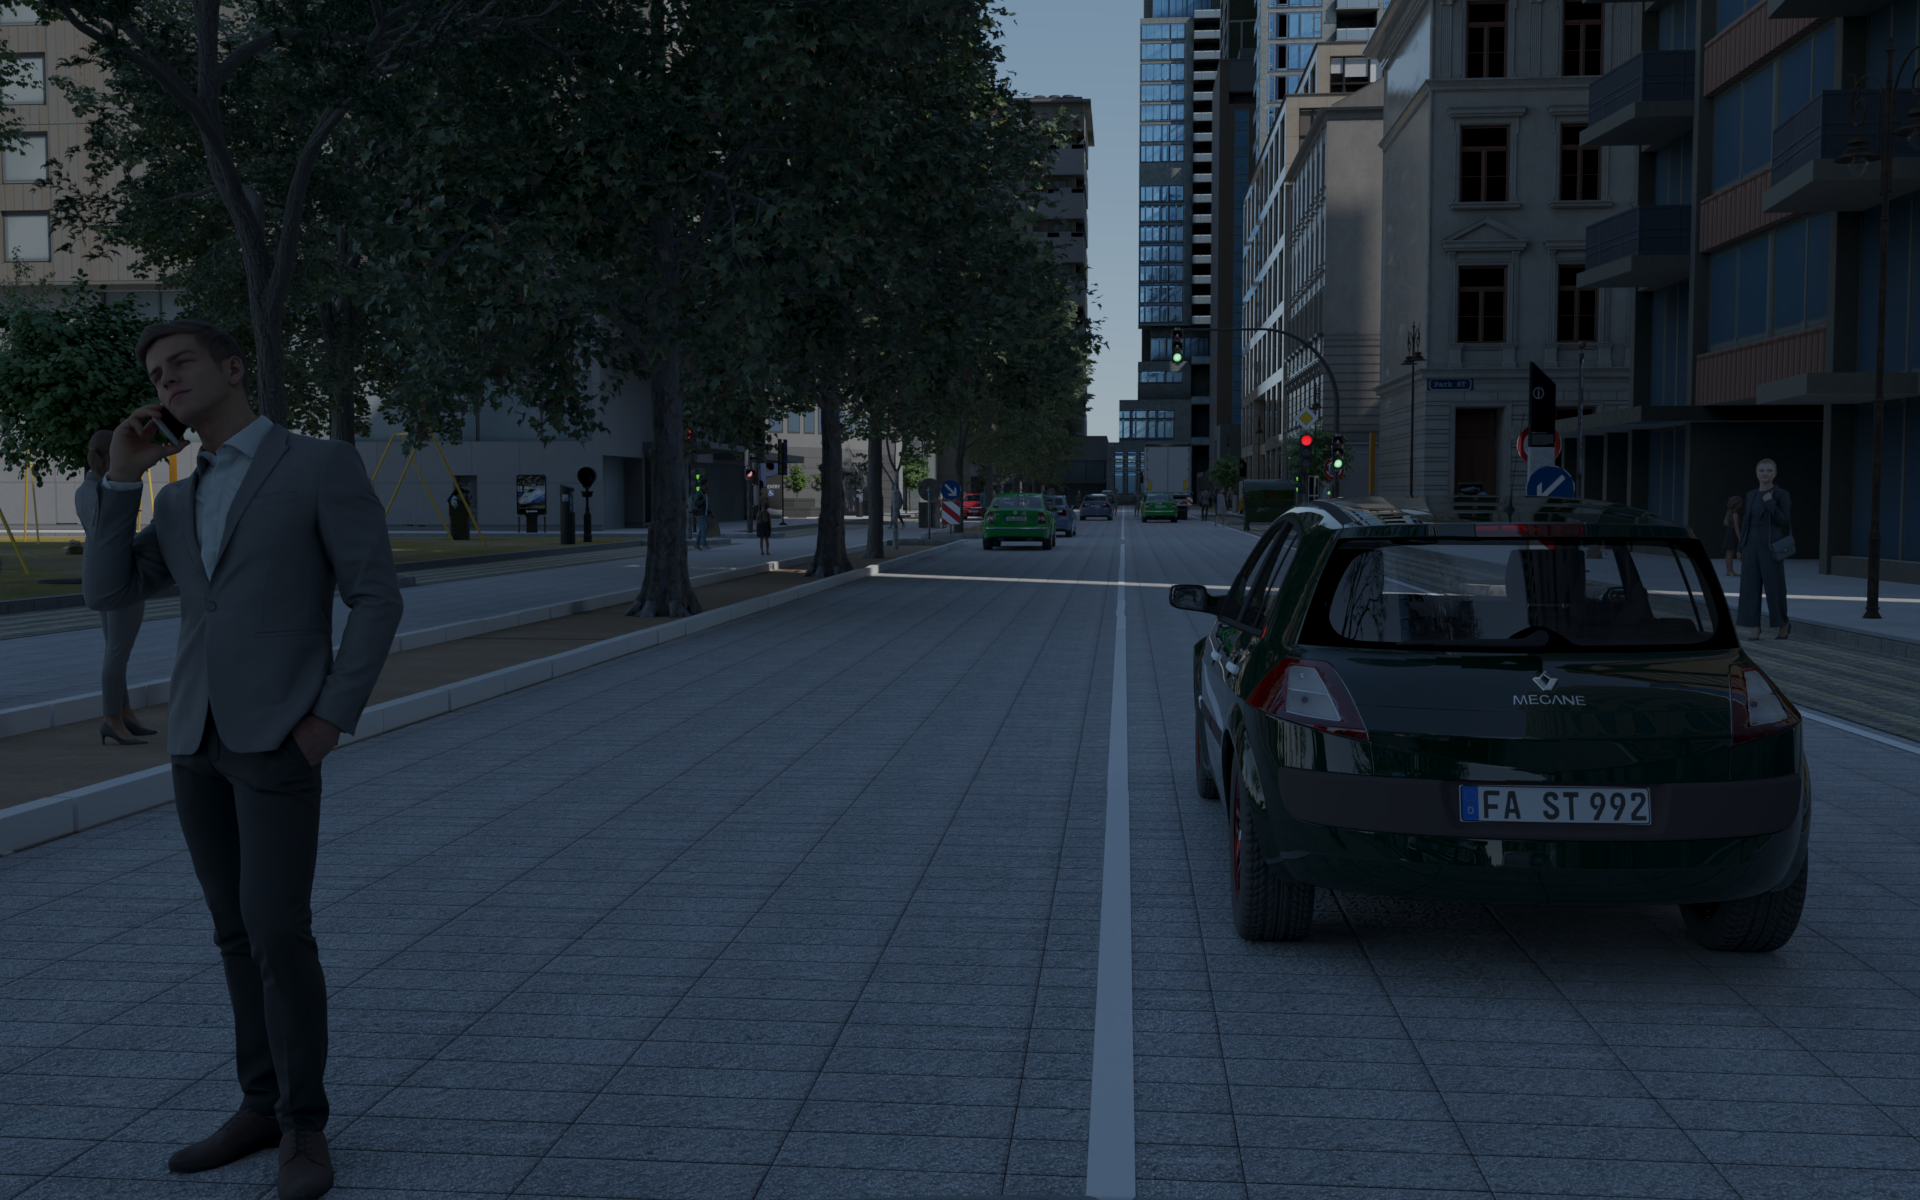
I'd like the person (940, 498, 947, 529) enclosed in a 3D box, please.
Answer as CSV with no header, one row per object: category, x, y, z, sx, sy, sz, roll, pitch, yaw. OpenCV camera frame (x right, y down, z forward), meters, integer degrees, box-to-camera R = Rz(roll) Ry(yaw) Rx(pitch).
person,-0.664,-3.573,71.587,0.362,1.253,0.373,3,5,44

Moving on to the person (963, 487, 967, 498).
person,0.232,-5.838,103.825,0.514,1.842,0.818,1,4,10

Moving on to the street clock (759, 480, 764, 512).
street clock,-10.170,-5.074,87.527,0.358,2.002,0.471,3,5,43

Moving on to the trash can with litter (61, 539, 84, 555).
trash can with litter,-18.568,-1.563,36.949,1.055,1.170,0.624,-3,5,-44

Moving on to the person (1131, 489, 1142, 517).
person,11.024,-6.082,108.306,0.716,1.782,0.532,0,4,2

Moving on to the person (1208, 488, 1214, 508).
person,23.199,-9.457,160.681,1.348,1.823,0.705,-1,4,-17

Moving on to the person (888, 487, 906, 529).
person,-2.551,-3.774,70.394,0.728,1.800,0.709,0,4,-6

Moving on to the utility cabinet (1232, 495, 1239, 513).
utility cabinet,18.721,-6.521,117.777,0.306,1.237,1.020,1,4,17

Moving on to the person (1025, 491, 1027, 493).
person,7.248,-11.240,192.787,1.217,1.766,0.721,-2,4,-34

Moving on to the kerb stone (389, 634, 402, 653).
kerb stone,-5.179,0.430,15.178,0.120,0.150,1.000,0,4,5

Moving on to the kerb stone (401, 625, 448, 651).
kerb stone,-5.068,0.369,16.199,0.120,0.150,1.000,0,4,5

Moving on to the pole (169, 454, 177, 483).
pole,-20.413,-3.125,44.942,0.158,3.312,0.155,0,3,0

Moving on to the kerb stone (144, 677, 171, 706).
kerb stone,-5.462,0.617,12.116,0.120,0.150,1.000,0,4,5

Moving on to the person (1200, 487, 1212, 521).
person,13.043,-5.099,92.050,0.592,1.802,0.473,2,4,29

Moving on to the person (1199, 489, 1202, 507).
person,23.804,-10.110,171.437,0.705,1.812,1.348,1,4,15

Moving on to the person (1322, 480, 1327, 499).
person,14.444,-3.808,68.167,0.638,1.841,0.748,-3,5,-44

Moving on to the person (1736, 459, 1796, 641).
person,7.852,-0.489,16.909,0.576,1.772,0.534,3,5,40

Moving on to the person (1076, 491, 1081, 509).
person,11.471,-9.705,167.722,0.434,1.755,0.990,2,4,27

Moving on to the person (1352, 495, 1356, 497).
person,13.608,-3.005,59.852,0.332,1.250,0.352,-1,4,-9

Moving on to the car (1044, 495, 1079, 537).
car,3.009,-2.858,58.729,2.014,1.417,4.499,0,4,6

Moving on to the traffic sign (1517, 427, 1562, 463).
traffic sign,10.457,-1.910,31.336,0.768,2.556,0.104,1,4,13

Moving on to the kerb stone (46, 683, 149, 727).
kerb stone,-5.554,0.679,11.097,0.120,0.150,1.000,0,4,5

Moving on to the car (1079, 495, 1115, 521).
car,7.487,-5.078,95.025,2.014,1.417,4.499,0,4,6

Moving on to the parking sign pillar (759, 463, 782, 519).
parking sign pillar,-9.957,-6.236,90.425,1.447,3.967,1.447,-2,4,-27

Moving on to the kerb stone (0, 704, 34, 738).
kerb stone,-5.654,0.742,10.069,0.120,0.150,1.000,0,4,5

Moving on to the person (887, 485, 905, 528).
person,-2.628,-3.864,71.777,0.850,1.850,0.679,2,4,32

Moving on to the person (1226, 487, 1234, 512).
person,19.610,-7.274,125.155,0.709,1.800,0.728,2,4,34

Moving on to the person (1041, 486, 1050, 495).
person,3.716,-4.079,75.541,0.623,1.781,0.721,0,4,7

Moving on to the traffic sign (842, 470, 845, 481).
traffic sign,-5.994,-5.168,84.598,0.768,2.556,0.104,1,4,11

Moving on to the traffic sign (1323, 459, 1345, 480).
traffic sign,13.364,-3.784,61.969,0.768,2.556,0.104,0,4,6

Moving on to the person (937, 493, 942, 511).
person,-1.564,-7.662,131.504,0.526,1.800,0.537,-1,4,-10

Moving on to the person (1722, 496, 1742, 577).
person,12.027,-0.989,26.876,0.373,1.253,0.362,1,4,13

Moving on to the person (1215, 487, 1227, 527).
person,11.407,-4.066,75.727,0.466,1.731,0.760,2,4,33

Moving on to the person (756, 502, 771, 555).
person,-4.608,-1.681,40.660,0.362,1.253,0.373,0,4,-1

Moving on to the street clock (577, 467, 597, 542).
street clock,-9.932,-2.543,46.152,0.471,2.002,0.358,0,4,2

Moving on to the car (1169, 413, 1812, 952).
car,1.854,0.178,6.873,2.009,1.686,4.222,0,4,5

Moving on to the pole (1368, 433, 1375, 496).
pole,13.691,-3.899,57.590,0.158,3.312,0.155,0,3,0

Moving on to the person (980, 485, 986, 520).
person,1.154,-3.900,72.277,0.660,1.820,0.620,0,4,3

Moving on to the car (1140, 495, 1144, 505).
car,20.740,-11.077,193.681,1.945,1.354,3.894,0,4,7

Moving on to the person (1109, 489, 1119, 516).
person,9.946,-6.300,111.865,0.716,1.782,0.532,0,4,1

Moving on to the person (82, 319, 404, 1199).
person,-1.509,0.307,3.664,0.592,1.802,0.473,2,4,33

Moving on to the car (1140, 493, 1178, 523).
car,10.122,-4.845,88.015,1.959,1.807,4.718,0,4,5

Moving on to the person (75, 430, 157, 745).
person,-4.750,-0.070,9.915,0.520,1.790,0.573,2,4,26

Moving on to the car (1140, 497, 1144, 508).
car,15.002,-7.665,135.551,2.015,1.641,3.980,0,4,6

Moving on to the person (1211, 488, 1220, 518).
person,15.118,-5.674,101.610,0.623,1.781,0.721,-2,4,-28

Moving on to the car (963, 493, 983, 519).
car,0.937,-5.375,96.918,2.155,1.783,4.494,0,4,6

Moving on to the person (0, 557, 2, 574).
person,-6.748,-0.182,11.817,0.374,1.781,0.599,-1,4,-17

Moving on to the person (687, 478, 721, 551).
person,-6.399,-2.131,43.335,0.713,1.824,0.794,2,4,31

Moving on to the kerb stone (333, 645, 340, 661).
kerb stone,-5.262,0.499,14.152,0.120,0.150,1.000,0,4,5

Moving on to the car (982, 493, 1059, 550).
car,1.606,-2.263,45.797,1.959,1.807,4.718,0,4,5
